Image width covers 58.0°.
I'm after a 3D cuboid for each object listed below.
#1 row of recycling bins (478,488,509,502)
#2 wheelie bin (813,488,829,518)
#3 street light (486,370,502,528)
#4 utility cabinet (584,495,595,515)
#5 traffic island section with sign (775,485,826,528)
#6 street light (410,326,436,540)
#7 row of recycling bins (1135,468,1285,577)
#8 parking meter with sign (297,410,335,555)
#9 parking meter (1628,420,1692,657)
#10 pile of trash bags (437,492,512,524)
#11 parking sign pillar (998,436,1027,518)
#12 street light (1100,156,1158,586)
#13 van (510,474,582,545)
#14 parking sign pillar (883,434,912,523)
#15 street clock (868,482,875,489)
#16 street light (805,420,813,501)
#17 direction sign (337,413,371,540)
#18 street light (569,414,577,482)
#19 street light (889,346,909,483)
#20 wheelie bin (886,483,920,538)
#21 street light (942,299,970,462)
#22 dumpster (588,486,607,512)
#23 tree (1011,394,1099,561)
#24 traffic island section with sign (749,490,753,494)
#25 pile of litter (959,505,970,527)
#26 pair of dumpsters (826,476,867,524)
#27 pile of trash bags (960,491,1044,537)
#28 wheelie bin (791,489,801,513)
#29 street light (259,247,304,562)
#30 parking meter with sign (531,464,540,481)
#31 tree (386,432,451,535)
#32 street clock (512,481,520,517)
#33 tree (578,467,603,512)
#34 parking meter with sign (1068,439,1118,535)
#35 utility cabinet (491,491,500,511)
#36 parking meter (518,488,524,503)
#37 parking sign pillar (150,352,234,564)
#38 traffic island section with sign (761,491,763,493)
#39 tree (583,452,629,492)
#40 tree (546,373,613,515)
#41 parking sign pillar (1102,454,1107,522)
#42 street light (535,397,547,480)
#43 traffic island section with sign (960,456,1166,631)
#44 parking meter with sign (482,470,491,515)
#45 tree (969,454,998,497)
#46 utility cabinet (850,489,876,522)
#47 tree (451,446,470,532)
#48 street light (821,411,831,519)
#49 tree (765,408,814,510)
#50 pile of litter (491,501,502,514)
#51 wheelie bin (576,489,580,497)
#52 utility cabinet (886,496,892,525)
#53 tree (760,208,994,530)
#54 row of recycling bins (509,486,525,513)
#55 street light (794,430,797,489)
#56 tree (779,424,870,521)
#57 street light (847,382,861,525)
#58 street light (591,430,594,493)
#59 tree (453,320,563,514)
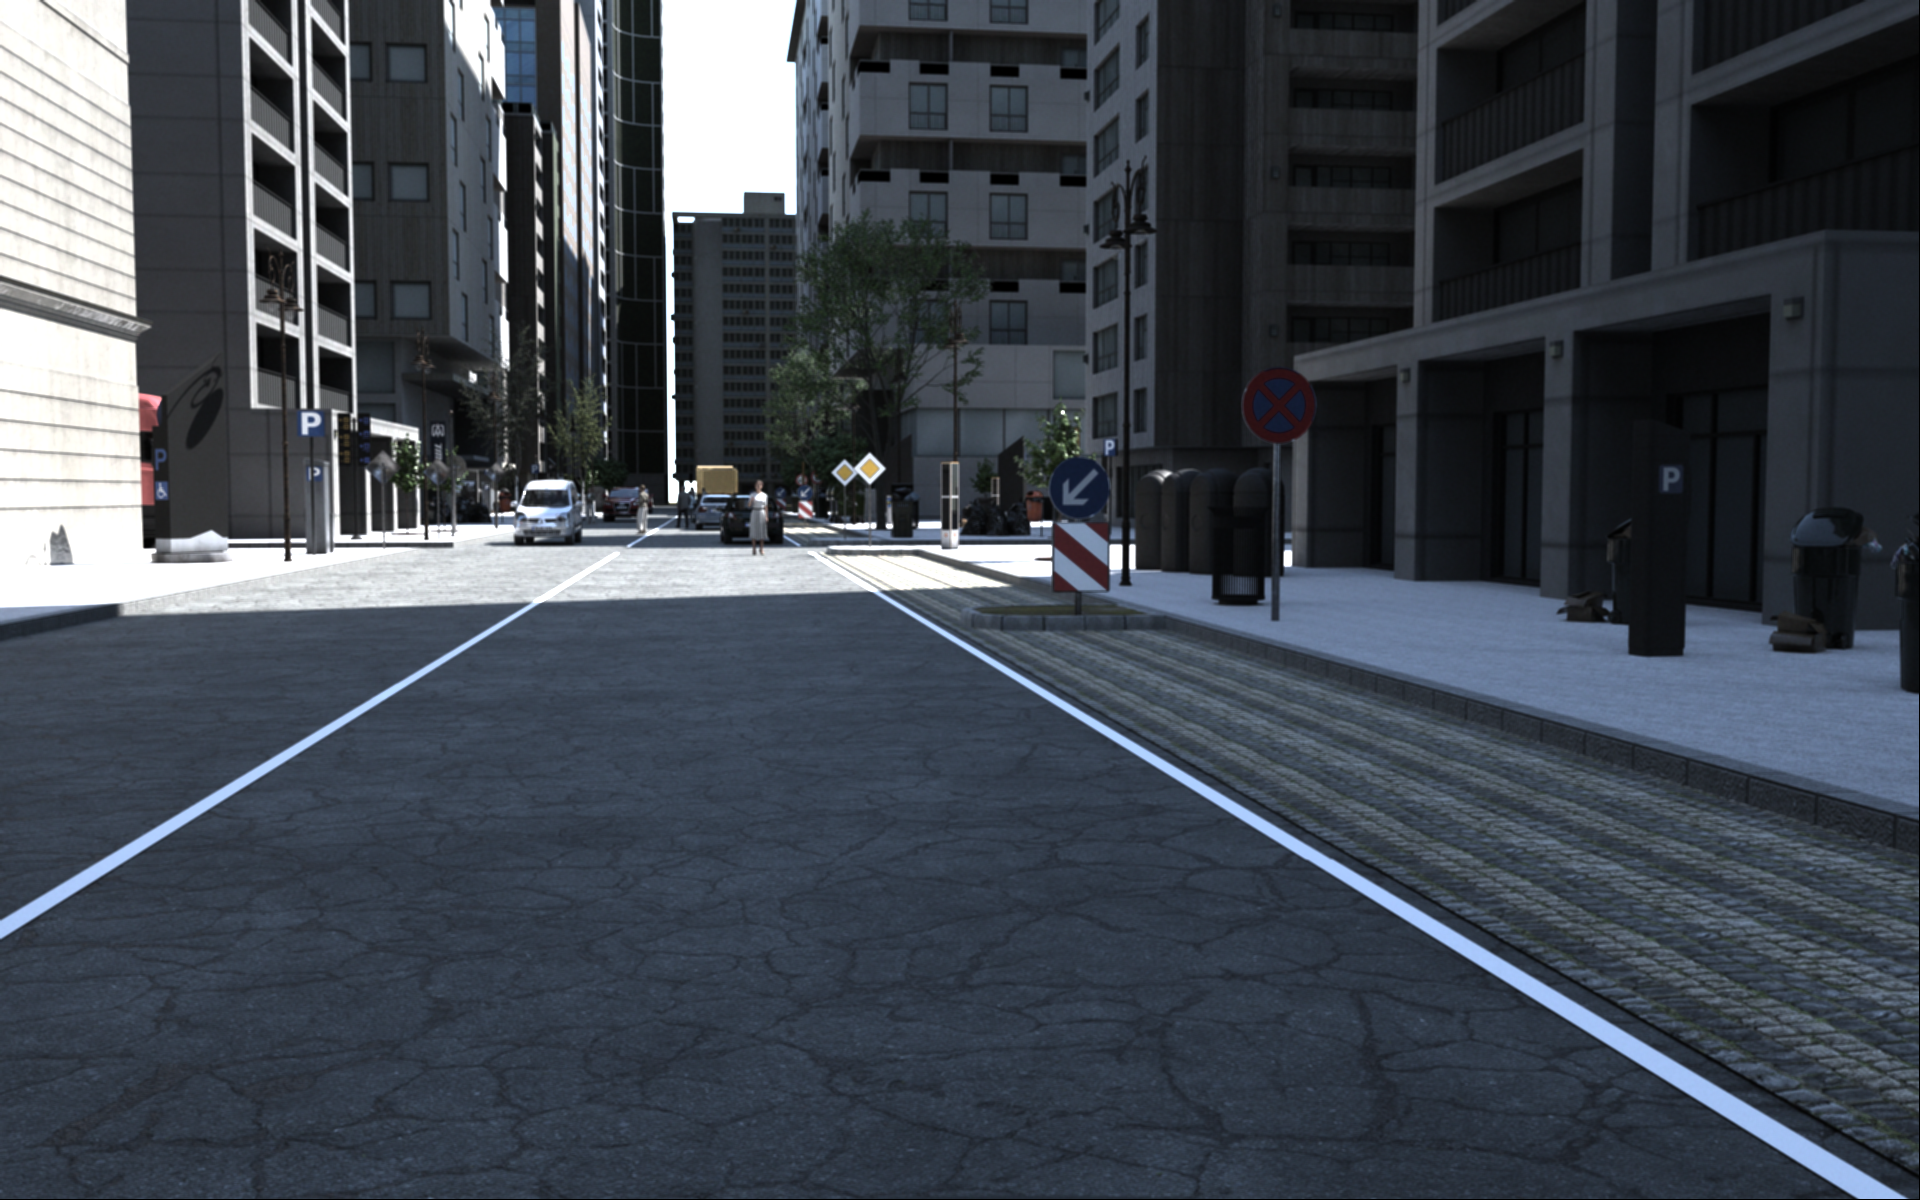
[{"bbox_3d":[-32.958,-6.906,120.022,3.534,1.692,1.069,0,4,-2],"label":"row of recycling bins"},{"bbox_3d":[-7.390,-5.167,92.388,0.693,1.594,0.980,-3,5,-42],"label":"wheelie bin"},{"bbox_3d":[-17.320,-5.612,64.548,0.468,5.910,1.993,0,4,-8],"label":"street light"},{"bbox_3d":[-23.116,-5.926,108.055,0.306,1.237,1.020,1,4,14],"label":"utility cabinet"},{"bbox_3d":[-6.746,-3.990,73.871,1.989,1.847,2.006,0,4,-8],"label":"traffic island section with sign"},{"bbox_3d":[-14.775,-4.587,47.793,0.468,5.910,1.993,0,4,-8],"label":"street light"},{"bbox_3d":[4.012,-1.293,28.257,1.069,1.692,3.534,-2,4,-28],"label":"row of recycling bins"},{"bbox_3d":[-13.718,-2.493,37.016,0.543,3.016,1.738,-1,4,-12],"label":"parking meter with sign"},{"bbox_3d":[5.560,-0.492,13.753,0.399,1.863,0.255,-1,4,-16],"label":"parking meter"},{"bbox_3d":[-21.428,-4.097,76.742,3.447,1.369,1.912,-3,5,-44],"label":"pile of trash bags"},{"bbox_3d":[2.437,-5.631,80.531,1.447,3.967,1.447,2,4,26],"label":"parking sign pillar"},{"bbox_3d":[2.324,-3.140,24.122,0.468,5.910,1.993,0,4,-8],"label":"street light"},{"bbox_3d":[-11.889,-2.632,50.051,2.013,2.044,4.112,0,4,-8],"label":"van"},{"bbox_3d":[-2.827,-5.434,77.316,1.447,3.967,1.447,-1,4,-18],"label":"parking sign pillar"},{"bbox_3d":[-4.329,-4.895,84.608,0.358,2.002,0.471,1,4,11],"label":"street clock"},{"bbox_3d":[-9.197,-8.130,105.705,0.468,5.910,1.993,0,4,-8],"label":"street light"},{"bbox_3d":[-16.949,-3.458,48.535,0.876,3.537,0.379,-1,4,-8],"label":"direction sign"},{"bbox_3d":[-21.964,-7.683,98.406,0.468,5.910,1.993,0,4,-8],"label":"street light"},{"bbox_3d":[-1.903,-4.980,54.204,0.468,5.910,1.993,0,4,-8],"label":"street light"},{"bbox_3d":[-1.671,-2.636,51.013,0.980,1.594,0.693,0,4,-5],"label":"wheelie bin"},{"bbox_3d":[-0.109,-4.184,41.203,0.468,5.910,1.993,0,4,-8],"label":"street light"},{"bbox_3d":[-25.234,-7.006,120.300,1.264,1.857,1.865,0,4,-8],"label":"dumpster"},{"bbox_3d":[2.036,-2.377,33.468,1.663,3.219,1.824,0,3,0],"label":"tree"},{"bbox_3d":[-21.366,-10.300,177.034,1.989,1.847,2.006,0,4,-8],"label":"traffic island section with sign"},{"bbox_3d":[0.102,-3.257,67.222,1.176,0.858,1.719,-1,4,-16],"label":"pile of litter"},{"bbox_3d":[-4.982,-4.515,76.318,1.574,2.255,4.437,-1,4,-8],"label":"pair of dumpsters"},{"bbox_3d":[1.501,-2.659,53.225,1.912,1.369,3.447,-2,4,-33],"label":"pile of trash bags"},{"bbox_3d":[-10.920,-6.618,116.108,0.693,1.594,0.980,1,4,17],"label":"wheelie bin"},{"bbox_3d":[-12.734,-3.661,32.641,0.468,5.910,1.993,0,4,-8],"label":"street light"},{"bbox_3d":[-24.562,-6.466,101.975,0.543,3.016,1.738,1,4,17],"label":"parking meter with sign"},{"bbox_3d":[-17.156,-3.641,54.128,1.663,3.219,1.824,0,3,0],"label":"tree"},{"bbox_3d":[-24.049,-5.465,93.917,0.358,2.002,0.471,-3,5,-42],"label":"street clock"},{"bbox_3d":[-26.590,-7.915,124.004,1.663,3.219,1.824,0,3,0],"label":"tree"},{"bbox_3d":[4.127,-3.544,54.201,1.738,3.016,0.543,-3,5,-41],"label":"parking meter with sign"},{"bbox_3d":[-31.572,-6.636,117.178,1.173,1.500,0.318,3,4,37],"label":"utility cabinet"},{"bbox_3d":[-18.764,-4.022,74.173,0.372,1.533,0.369,0,3,0],"label":"parking meter"},{"bbox_3d":[-14.454,-2.693,32.511,1.447,3.967,1.447,2,4,26],"label":"parking sign pillar"},{"bbox_3d":[-10.601,-5.655,101.079,1.989,1.847,2.006,0,4,-8],"label":"traffic island section with sign"},{"bbox_3d":[-29.240,-9.846,144.698,4.285,4.588,4.351,0,3,0],"label":"tree"},{"bbox_3d":[-23.155,-9.511,105.874,4.737,8.622,4.395,0,3,0],"label":"tree"},{"bbox_3d":[6.575,-5.129,72.334,1.447,3.967,1.447,2,4,35],"label":"parking sign pillar"},{"bbox_3d":[-19.586,-6.627,81.144,0.468,5.910,1.993,0,4,-8],"label":"street light"},{"bbox_3d":[1.048,-0.633,18.973,1.989,1.847,2.006,0,4,-8],"label":"traffic island section with sign"},{"bbox_3d":[-29.749,-6.885,108.834,0.543,3.016,1.738,-2,4,-26],"label":"parking meter with sign"},{"bbox_3d":[1.155,-5.474,84.104,1.663,3.219,1.824,0,3,0],"label":"tree"},{"bbox_3d":[-4.429,-4.302,79.014,1.173,1.500,0.318,-1,4,-15],"label":"utility cabinet"},{"bbox_3d":[-17.437,-3.934,58.918,1.663,3.219,1.824,0,3,0],"label":"tree"},{"bbox_3d":[-6.829,-7.081,88.562,0.468,5.910,1.993,0,4,-8],"label":"street light"},{"bbox_3d":[-13.535,-11.546,139.138,4.737,8.622,4.395,0,3,0],"label":"tree"},{"bbox_3d":[-30.939,-6.166,114.775,1.176,0.858,1.719,3,5,43],"label":"pile of litter"},{"bbox_3d":[-25.350,-6.454,113.426,0.980,1.594,0.693,0,4,-5],"label":"wheelie bin"},{"bbox_3d":[-2.939,-3.805,73.368,0.306,1.237,1.020,0,4,-5],"label":"utility cabinet"},{"bbox_3d":[-2.734,-8.327,61.902,9.928,11.665,9.643,0,3,0],"label":"tree"},{"bbox_3d":[-21.770,-5.061,89.860,3.534,1.692,1.069,3,5,40],"label":"row of recycling bins"},{"bbox_3d":[-11.685,-9.185,122.961,0.468,5.910,1.993,0,4,-8],"label":"street light"},{"bbox_3d":[-5.635,-5.993,81.695,4.285,4.588,4.351,0,3,0],"label":"tree"},{"bbox_3d":[-4.392,-6.049,71.685,0.468,5.910,1.993,0,4,-8],"label":"street light"},{"bbox_3d":[-24.475,-8.711,115.205,0.468,5.910,1.993,0,4,-8],"label":"street light"},{"bbox_3d":[-18.826,-7.464,72.401,4.360,8.622,3.978,0,3,0],"label":"tree"}]
